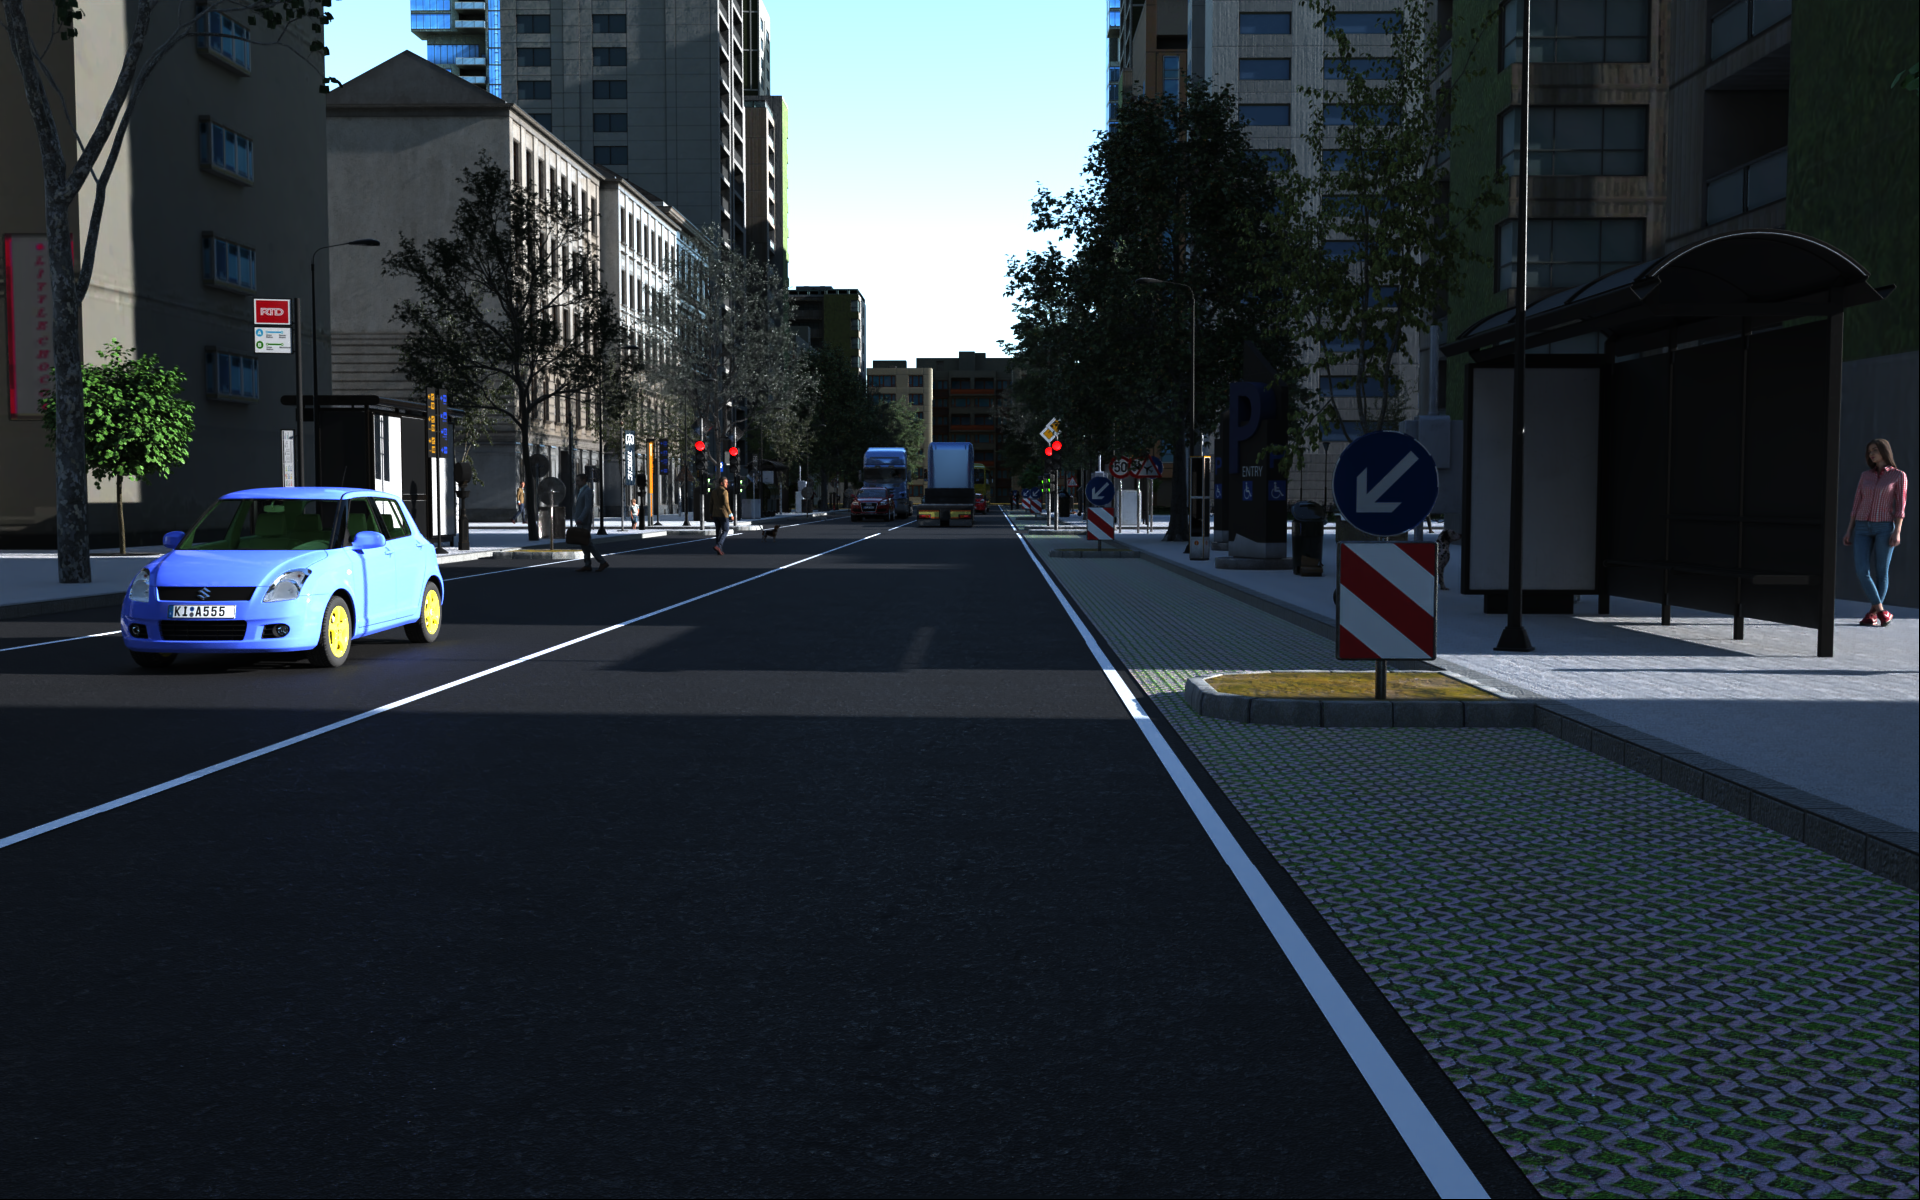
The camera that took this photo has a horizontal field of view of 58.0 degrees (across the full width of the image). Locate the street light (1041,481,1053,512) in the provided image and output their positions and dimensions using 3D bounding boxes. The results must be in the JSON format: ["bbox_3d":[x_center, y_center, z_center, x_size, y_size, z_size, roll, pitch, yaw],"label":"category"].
[{"bbox_3d":[5.499,-7.731,98.935,1.470,5.913,1.316,0,4,1],"label":"street light"}]

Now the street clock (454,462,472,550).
[{"bbox_3d":[-11.352,-2.141,39.575,0.358,2.002,0.471,-3,5,-41],"label":"street clock"}]

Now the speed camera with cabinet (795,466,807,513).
[{"bbox_3d":[-10.785,-7.553,117.824,0.660,3.252,2.038,0,4,2],"label":"speed camera with cabinet"}]

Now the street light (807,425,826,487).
[{"bbox_3d":[-9.677,-8.775,116.014,1.470,5.913,1.316,0,4,1],"label":"street light"}]

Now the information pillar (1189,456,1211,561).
[{"bbox_3d":[4.648,-1.777,33.550,0.304,2.012,0.304,2,4,32],"label":"information pillar"}]

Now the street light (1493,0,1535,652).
[{"bbox_3d":[4.017,-2.541,14.082,1.470,5.913,1.316,0,4,1],"label":"street light"}]

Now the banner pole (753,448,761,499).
[{"bbox_3d":[-11.066,-6.391,94.513,0.401,3.779,0.863,-3,5,-44],"label":"banner pole"}]

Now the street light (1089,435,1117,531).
[{"bbox_3d":[4.849,-5.406,60.925,1.470,5.913,1.316,0,4,1],"label":"street light"}]

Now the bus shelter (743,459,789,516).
[{"bbox_3d":[-11.398,-6.630,102.326,2.014,3.302,5.546,0,4,1],"label":"bus shelter"}]

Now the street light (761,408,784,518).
[{"bbox_3d":[-10.107,-7.365,92.955,1.470,5.913,1.316,0,4,1],"label":"street light"}]

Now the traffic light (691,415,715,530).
[{"bbox_3d":[-9.163,-4.443,61.561,0.839,4.253,0.868,0,4,1],"label":"traffic light"}]

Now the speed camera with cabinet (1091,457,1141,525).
[{"bbox_3d":[6.398,-4.689,71.006,2.038,3.252,0.660,0,4,4],"label":"speed camera with cabinet"}]

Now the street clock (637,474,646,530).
[{"bbox_3d":[-11.393,-3.512,61.996,0.358,2.002,0.471,0,4,3],"label":"street clock"}]

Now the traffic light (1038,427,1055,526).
[{"bbox_3d":[3.541,-4.918,69.335,0.839,4.253,0.868,0,4,1],"label":"traffic light"}]

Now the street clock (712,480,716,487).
[{"bbox_3d":[-12.387,-5.103,88.002,0.358,2.002,0.471,-2,4,-31],"label":"street clock"}]

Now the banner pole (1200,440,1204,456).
[{"bbox_3d":[8.422,-4.300,60.329,0.401,3.779,0.863,1,4,15],"label":"banner pole"}]

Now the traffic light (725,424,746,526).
[{"bbox_3d":[-9.019,-4.931,69.544,0.839,4.253,0.868,0,4,1],"label":"traffic light"}]

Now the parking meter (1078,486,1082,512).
[{"bbox_3d":[8.509,-7.147,122.560,0.255,1.863,0.399,0,4,5],"label":"parking meter"}]

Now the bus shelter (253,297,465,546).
[{"bbox_3d":[-13.296,-3.700,38.129,2.179,5.291,8.768,0,4,1],"label":"bus shelter"}]

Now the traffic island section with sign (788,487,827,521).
[{"bbox_3d":[-8.289,-5.238,94.273,1.989,1.847,2.006,0,4,1],"label":"traffic island section with sign"}]

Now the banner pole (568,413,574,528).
[{"bbox_3d":[-11.881,-3.853,53.013,0.401,3.779,0.863,-1,4,-21],"label":"banner pole"}]

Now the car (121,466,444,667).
[{"bbox_3d":[-5.944,-0.358,15.445,1.945,1.707,3.694,0,4,1],"label":"car"}]

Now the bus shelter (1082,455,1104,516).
[{"bbox_3d":[7.685,-7.213,95.566,2.179,5.291,8.768,0,4,1],"label":"bus shelter"}]

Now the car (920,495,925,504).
[{"bbox_3d":[-3.463,-11.443,198.890,2.131,1.459,4.920,0,4,1],"label":"car"}]

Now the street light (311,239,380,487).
[{"bbox_3d":[-11.253,-3.618,31.690,1.470,5.913,1.316,0,4,1],"label":"street light"}]

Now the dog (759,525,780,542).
[{"bbox_3d":[-5.700,-1.992,51.849,0.540,0.507,0.406,-2,4,-26],"label":"dog"}]

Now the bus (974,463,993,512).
[{"bbox_3d":[1.037,-8.993,138.574,2.896,3.916,12.252,0,4,3],"label":"bus"}]

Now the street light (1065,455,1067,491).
[{"bbox_3d":[5.208,-6.332,76.076,1.470,5.913,1.316,0,4,1],"label":"street light"}]

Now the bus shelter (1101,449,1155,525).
[{"bbox_3d":[7.118,-4.939,74.678,2.014,3.302,5.546,0,4,1],"label":"bus shelter"}]

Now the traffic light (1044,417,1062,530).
[{"bbox_3d":[3.397,-4.430,61.351,0.839,4.253,0.868,0,4,1],"label":"traffic light"}]

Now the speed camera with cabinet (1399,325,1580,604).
[{"bbox_3d":[6.269,-1.602,20.525,2.038,3.252,0.660,0,4,6],"label":"speed camera with cabinet"}]

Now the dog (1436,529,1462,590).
[{"bbox_3d":[6.287,-0.548,23.346,0.513,0.831,0.800,-2,4,-32],"label":"dog"}]

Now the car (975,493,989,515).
[{"bbox_3d":[0.959,-6.929,122.327,2.155,1.783,4.494,0,4,2],"label":"car"}]

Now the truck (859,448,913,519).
[{"bbox_3d":[-4.301,-7.116,106.109,2.967,4.110,18.799,0,4,0],"label":"truck"}]

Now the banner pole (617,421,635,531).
[{"bbox_3d":[-11.511,-4.271,59.843,0.401,3.779,0.863,2,4,35],"label":"banner pole"}]

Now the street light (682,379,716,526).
[{"bbox_3d":[-10.502,-5.948,69.791,1.470,5.913,1.316,0,4,1],"label":"street light"}]

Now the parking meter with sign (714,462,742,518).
[{"bbox_3d":[-12.385,-5.910,92.890,1.738,3.016,0.543,3,5,41],"label":"parking meter with sign"}]

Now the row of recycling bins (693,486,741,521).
[{"bbox_3d":[-11.793,-4.693,83.843,1.069,1.692,3.534,2,4,24],"label":"row of recycling bins"}]

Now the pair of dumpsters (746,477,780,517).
[{"bbox_3d":[-11.135,-5.796,97.255,1.574,2.255,4.437,0,4,1],"label":"pair of dumpsters"}]

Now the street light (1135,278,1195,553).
[{"bbox_3d":[4.467,-3.964,37.356,1.470,5.913,1.316,0,4,1],"label":"street light"}]

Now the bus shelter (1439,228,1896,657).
[{"bbox_3d":[6.137,-1.350,15.991,2.014,3.302,5.546,0,4,1],"label":"bus shelter"}]

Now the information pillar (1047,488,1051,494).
[{"bbox_3d":[6.366,-7.257,123.143,0.304,2.012,0.304,3,4,38],"label":"information pillar"}]

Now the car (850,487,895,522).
[{"bbox_3d":[-4.592,-5.075,91.655,2.281,1.827,5.304,0,4,2],"label":"car"}]

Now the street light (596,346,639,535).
[{"bbox_3d":[-10.738,-5.004,54.353,1.470,5.913,1.316,0,4,1],"label":"street light"}]

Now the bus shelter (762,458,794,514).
[{"bbox_3d":[-12.238,-7.579,115.192,1.731,3.624,6.357,0,4,1],"label":"bus shelter"}]

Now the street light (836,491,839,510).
[{"bbox_3d":[-9.303,-10.151,138.510,1.470,5.913,1.316,0,4,1],"label":"street light"}]

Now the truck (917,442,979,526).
[{"bbox_3d":[-0.548,-5.771,84.111,2.967,4.110,18.799,0,4,1],"label":"truck"}]

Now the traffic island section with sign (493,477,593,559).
[{"bbox_3d":[-9.280,-1.858,39.003,1.989,1.847,2.006,0,4,1],"label":"traffic island section with sign"}]
